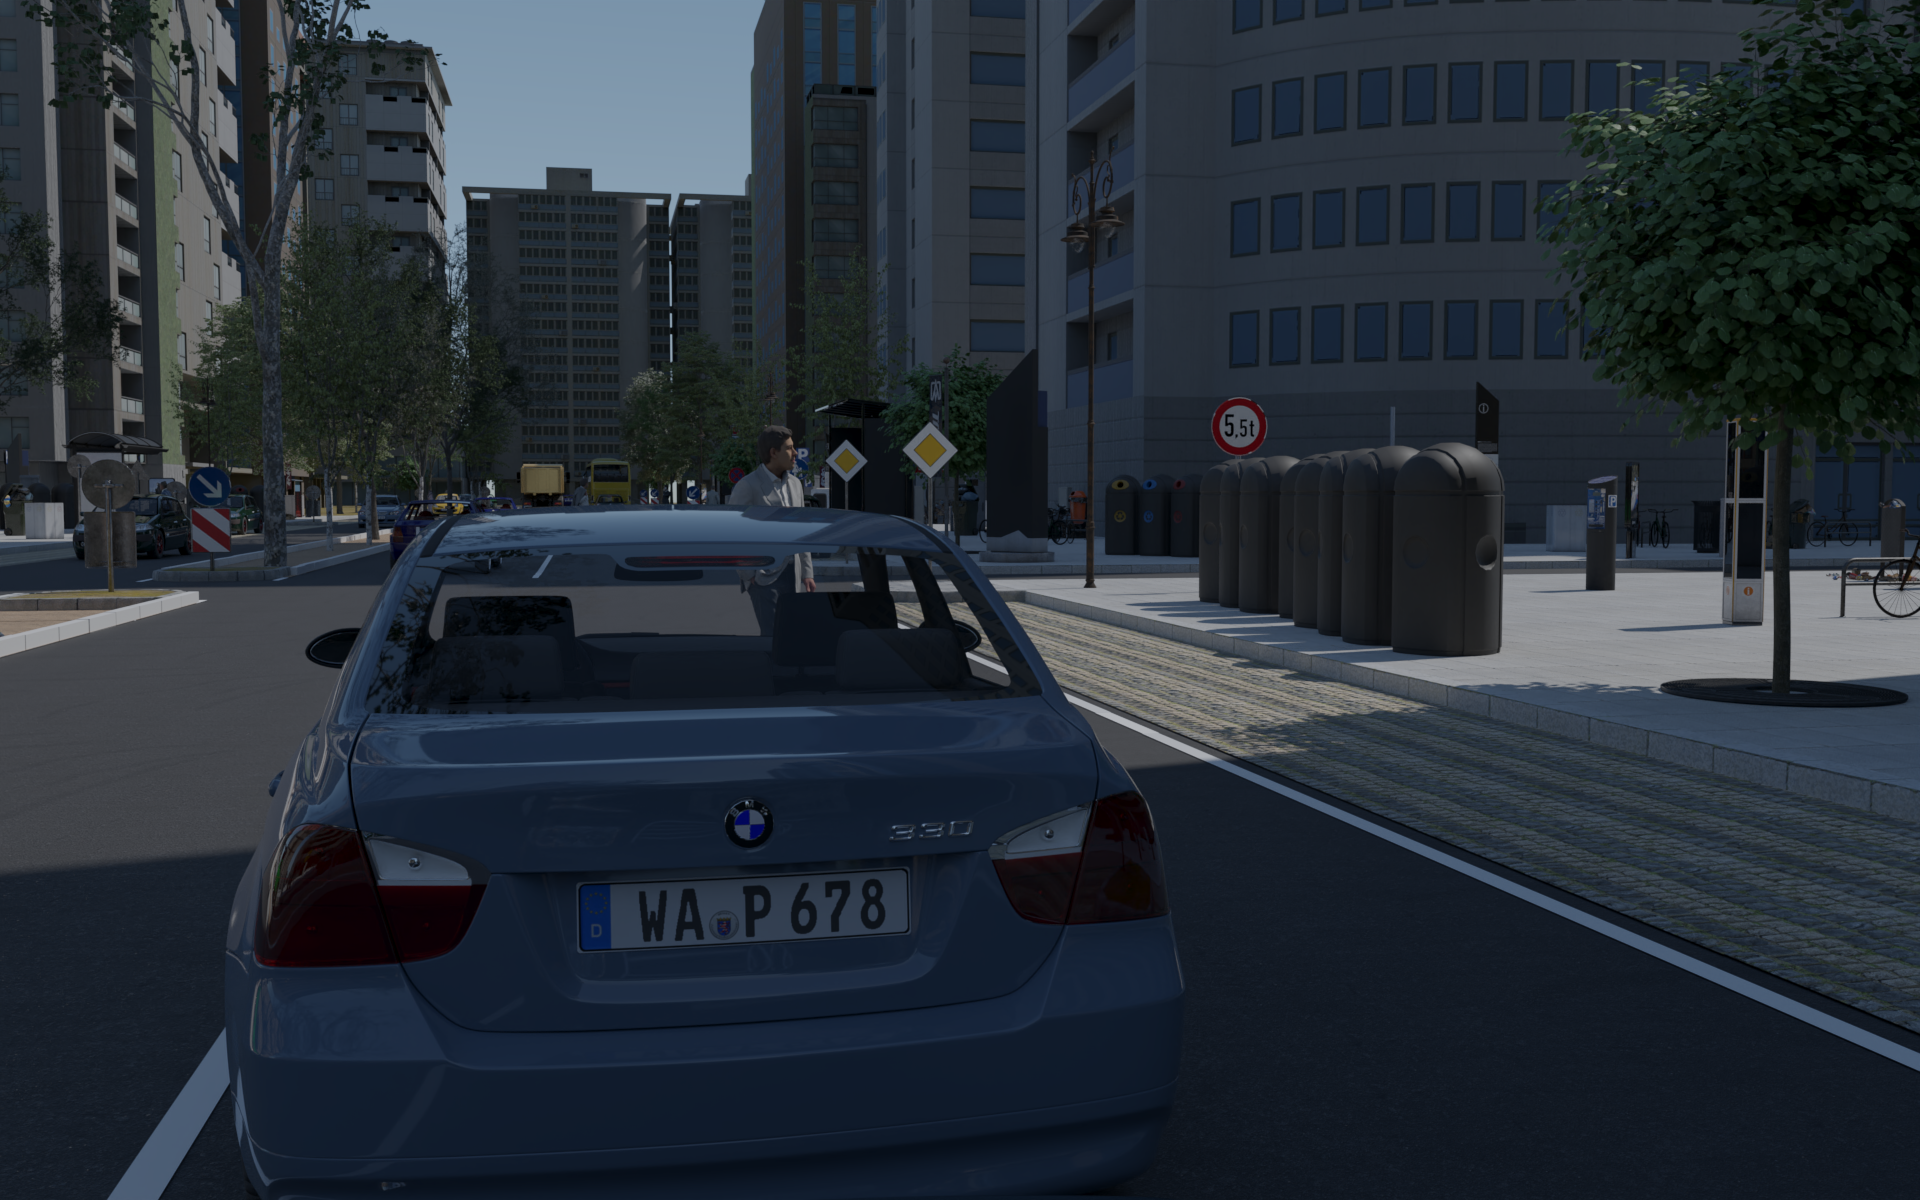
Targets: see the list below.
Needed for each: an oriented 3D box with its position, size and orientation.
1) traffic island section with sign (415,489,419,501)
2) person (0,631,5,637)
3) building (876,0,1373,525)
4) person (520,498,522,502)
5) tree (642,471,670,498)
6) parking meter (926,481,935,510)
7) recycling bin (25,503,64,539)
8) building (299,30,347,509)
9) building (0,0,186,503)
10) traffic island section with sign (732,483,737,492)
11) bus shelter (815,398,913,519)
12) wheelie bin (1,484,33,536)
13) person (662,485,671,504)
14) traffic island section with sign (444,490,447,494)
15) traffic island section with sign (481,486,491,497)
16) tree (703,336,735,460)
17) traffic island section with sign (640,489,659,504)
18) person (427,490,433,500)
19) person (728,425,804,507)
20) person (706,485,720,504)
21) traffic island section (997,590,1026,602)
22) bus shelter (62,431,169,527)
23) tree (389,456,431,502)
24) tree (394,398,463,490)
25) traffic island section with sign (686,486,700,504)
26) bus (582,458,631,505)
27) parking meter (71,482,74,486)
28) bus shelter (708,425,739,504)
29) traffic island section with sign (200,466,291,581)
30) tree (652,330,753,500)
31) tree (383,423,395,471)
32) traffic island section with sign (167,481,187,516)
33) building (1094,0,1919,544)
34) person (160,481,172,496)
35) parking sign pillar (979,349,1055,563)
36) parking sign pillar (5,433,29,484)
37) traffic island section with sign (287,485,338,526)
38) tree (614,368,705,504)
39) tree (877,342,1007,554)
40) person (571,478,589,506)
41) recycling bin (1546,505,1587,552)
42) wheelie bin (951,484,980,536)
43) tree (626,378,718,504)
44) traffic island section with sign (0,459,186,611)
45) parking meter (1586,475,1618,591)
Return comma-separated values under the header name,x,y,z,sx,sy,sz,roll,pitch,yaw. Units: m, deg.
name,x,y,z,sx,sy,sz,roll,pitch,yaw
traffic island section with sign,-39.922,-7.300,127.981,1.989,1.847,2.006,-1,4,-12
person,-9.147,-0.202,16.067,0.640,1.303,0.475,1,4,11
building,6.074,-33.704,93.058,21.231,58.520,28.212,-1,4,-12
person,-30.020,-6.846,120.561,1.348,1.807,0.705,1,4,12
tree,-31.826,-12.126,181.967,4.285,4.588,4.351,0,3,0
parking meter,-1.306,-4.331,76.529,0.399,1.863,0.255,0,4,7
recycling bin,-26.099,-2.252,49.372,0.722,1.027,0.722,1,4,16
building,-70.817,-30.417,151.937,28.867,44.769,22.147,-1,4,-12
building,-48.657,-24.696,87.380,14.154,41.232,14.086,-1,4,-12
traffic island section with sign,-7.204,-2.896,55.969,1.989,1.847,2.006,-1,4,-12
bus shelter,-2.543,-3.321,45.581,1.731,3.624,6.357,-1,4,-12
wheelie bin,-28.966,-2.775,53.283,0.693,1.594,0.980,0,4,-2
person,-14.772,-4.820,86.670,0.648,1.900,0.474,3,4,38
traffic island section with sign,-45.542,-8.912,154.346,1.989,1.847,2.006,-1,4,-12
traffic island section with sign,-28.244,-5.791,102.823,2.006,1.907,1.989,-1,4,-12
tree,-9.427,-7.873,79.083,4.737,8.622,4.395,0,3,0
traffic island section with sign,-23.306,-7.511,131.433,1.989,1.847,2.006,-1,4,-12
person,-39.798,-7.396,130.092,0.621,1.740,0.551,-1,4,-17
person,-1.199,-0.133,10.517,0.795,1.843,0.661,3,5,40
person,-10.503,-3.986,73.764,0.635,1.810,0.391,0,4,4
traffic island section,-0.397,-0.111,24.101,2.009,0.180,2.903,-1,4,-12
bus shelter,-28.484,-3.959,58.657,2.014,3.302,5.546,-1,4,-12
tree,-45.743,-9.784,143.684,4.285,4.588,4.351,0,3,0
tree,-52.312,-14.996,170.939,9.928,11.665,9.643,0,3,0
traffic island section with sign,-12.828,-4.508,82.334,1.989,1.847,2.006,-1,4,-12
bus,-24.124,-7.753,118.306,2.896,3.916,12.252,-1,4,-14
parking meter,-40.481,-4.500,79.293,0.399,1.863,0.255,3,4,37
bus shelter,-13.177,-7.418,98.910,2.179,5.291,8.768,-1,4,-12
traffic island section with sign,-12.550,-1.297,29.335,2.006,1.907,1.989,-1,4,-12
tree,-17.838,-12.358,120.188,7.486,12.596,7.792,0,3,0
tree,-40.399,-11.808,111.192,7.486,12.596,7.792,0,3,0
traffic island section with sign,-23.805,-2.680,52.449,1.989,1.847,2.006,-1,4,-12
building,17.812,-31.274,53.336,28.212,58.520,21.231,-1,4,-12
person,-23.431,-2.591,51.040,0.419,1.800,0.721,-1,4,-16
parking sign pillar,1.081,-2.715,32.856,1.447,3.967,1.447,-3,5,-40
parking sign pillar,-42.114,-5.436,77.353,1.447,3.967,1.447,3,4,36
traffic island section with sign,-29.442,-4.296,78.861,1.989,1.847,2.006,-1,4,-12
tree,-30.021,-16.305,173.241,9.857,13.997,8.962,0,3,0
tree,-0.081,-3.295,37.591,4.285,4.588,4.351,0,3,0
person,-9.379,-2.099,42.922,0.850,1.850,0.679,0,4,-3
recycling bin,13.531,-1.597,38.659,0.722,1.027,0.722,0,4,6
wheelie bin,0.172,-2.784,53.419,0.980,1.594,0.693,3,5,41
tree,-24.903,-13.730,150.236,9.928,11.665,9.643,0,3,0
traffic island section with sign,-11.013,-0.853,22.089,2.006,1.907,1.989,-1,4,-12
parking meter,8.562,-0.899,23.114,0.372,1.533,0.369,0,3,0
